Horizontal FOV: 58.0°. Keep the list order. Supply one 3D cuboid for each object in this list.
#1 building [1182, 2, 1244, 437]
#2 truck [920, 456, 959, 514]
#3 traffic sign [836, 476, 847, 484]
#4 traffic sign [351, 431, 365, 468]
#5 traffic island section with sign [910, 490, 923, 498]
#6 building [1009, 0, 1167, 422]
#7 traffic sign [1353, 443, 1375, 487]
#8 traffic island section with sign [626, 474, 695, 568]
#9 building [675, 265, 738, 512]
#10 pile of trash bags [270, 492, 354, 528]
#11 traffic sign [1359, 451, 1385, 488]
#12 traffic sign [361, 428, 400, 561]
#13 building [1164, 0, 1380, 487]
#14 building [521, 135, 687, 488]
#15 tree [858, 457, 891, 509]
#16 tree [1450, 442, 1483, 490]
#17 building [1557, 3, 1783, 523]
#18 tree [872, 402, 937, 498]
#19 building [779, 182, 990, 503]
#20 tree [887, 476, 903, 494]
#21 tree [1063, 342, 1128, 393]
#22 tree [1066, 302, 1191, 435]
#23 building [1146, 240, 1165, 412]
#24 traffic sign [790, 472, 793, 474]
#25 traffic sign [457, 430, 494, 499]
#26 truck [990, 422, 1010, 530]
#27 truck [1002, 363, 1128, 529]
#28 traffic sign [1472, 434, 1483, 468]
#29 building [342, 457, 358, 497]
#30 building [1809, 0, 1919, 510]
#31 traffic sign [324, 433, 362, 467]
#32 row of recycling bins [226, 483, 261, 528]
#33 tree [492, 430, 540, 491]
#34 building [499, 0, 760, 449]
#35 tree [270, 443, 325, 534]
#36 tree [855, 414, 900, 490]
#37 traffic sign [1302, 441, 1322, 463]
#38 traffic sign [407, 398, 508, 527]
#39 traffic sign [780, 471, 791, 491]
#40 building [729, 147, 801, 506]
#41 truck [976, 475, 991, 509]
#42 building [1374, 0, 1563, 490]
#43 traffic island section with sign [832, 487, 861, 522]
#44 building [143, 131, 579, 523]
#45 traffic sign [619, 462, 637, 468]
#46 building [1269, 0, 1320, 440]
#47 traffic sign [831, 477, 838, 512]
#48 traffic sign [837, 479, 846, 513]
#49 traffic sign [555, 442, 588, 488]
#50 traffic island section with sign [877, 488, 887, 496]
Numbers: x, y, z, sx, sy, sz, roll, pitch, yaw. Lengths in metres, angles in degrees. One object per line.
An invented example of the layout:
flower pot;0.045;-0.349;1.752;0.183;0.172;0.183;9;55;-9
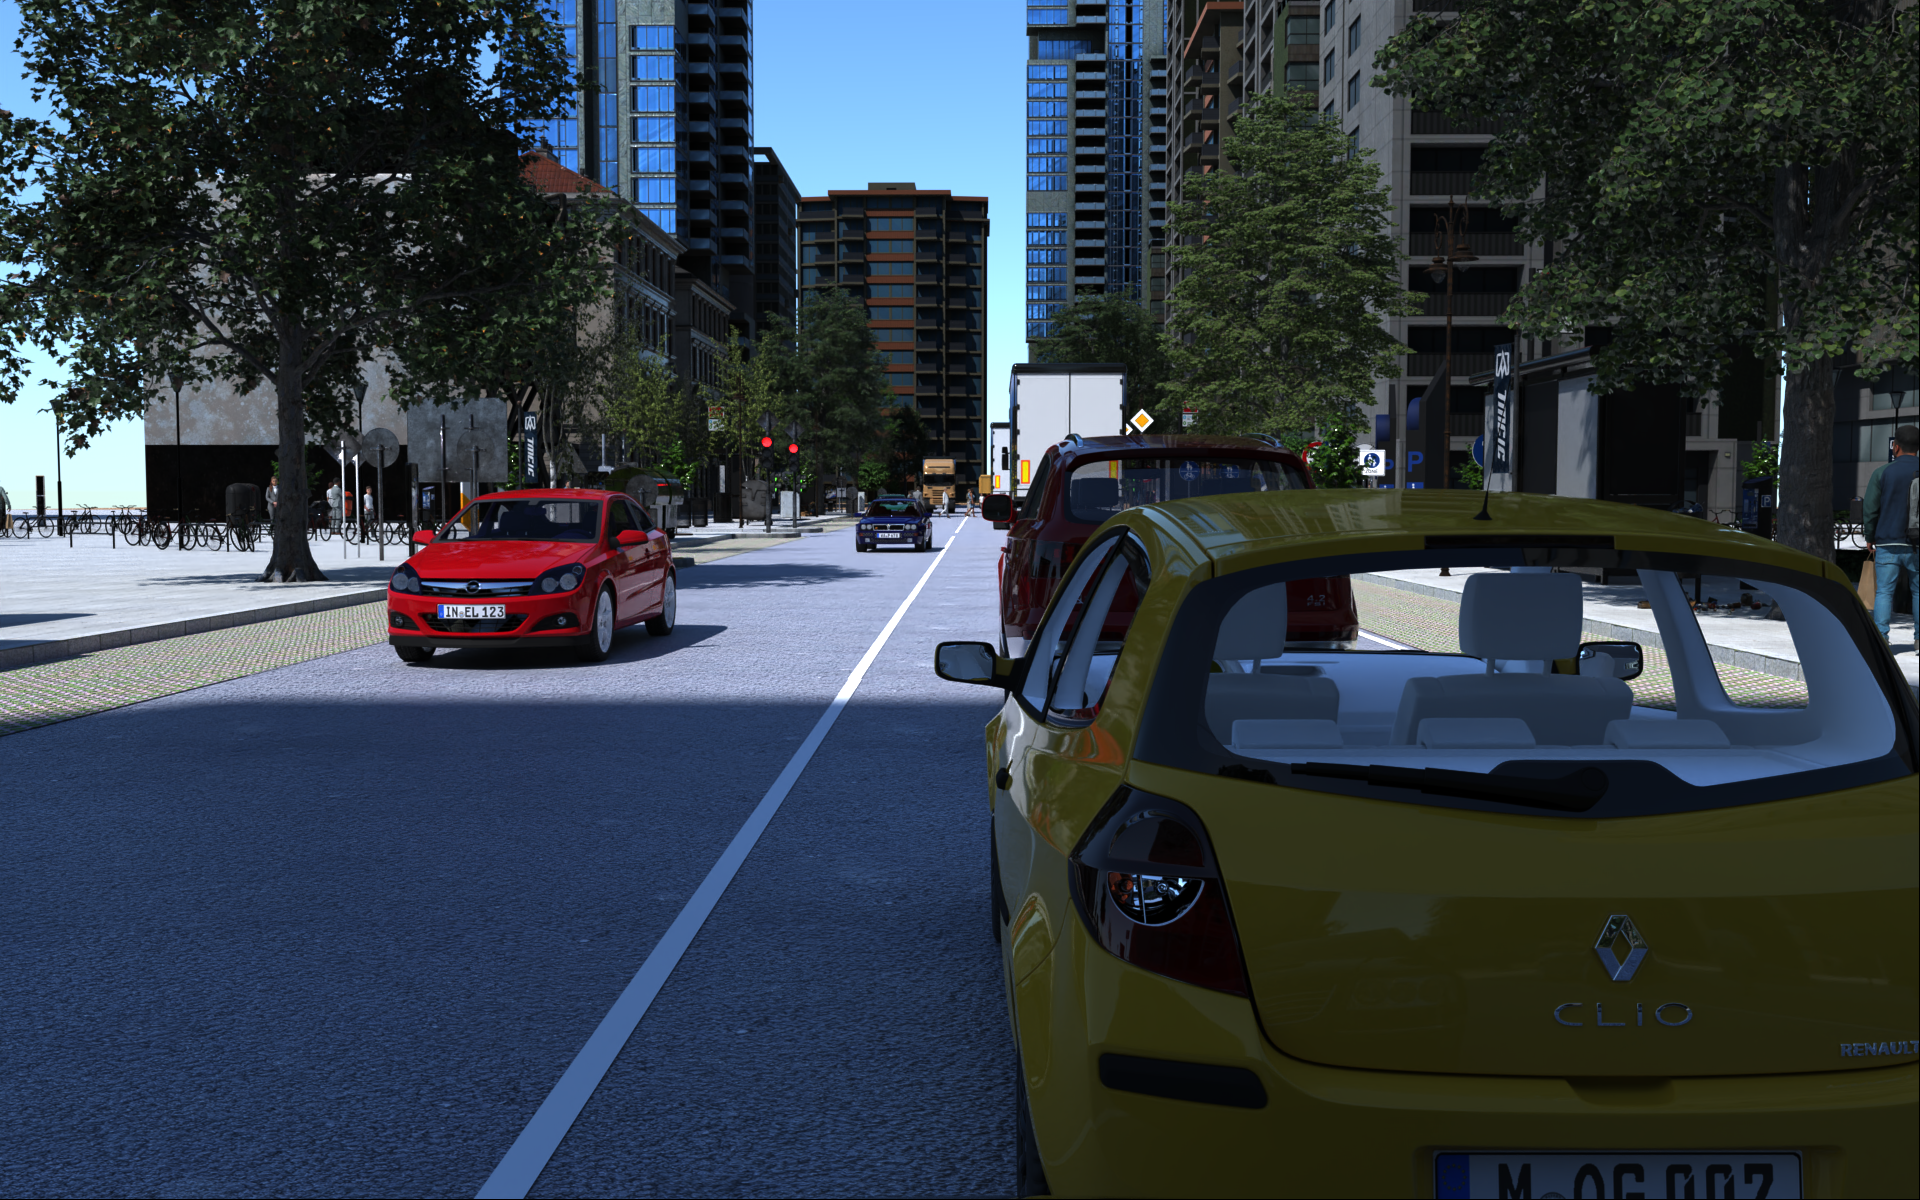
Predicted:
building;31.622;-30.589;154.757;22.147;44.769;28.867;0;4;1
truck;-1.537;-8.674;130.727;2.839;4.237;11.283;0;4;0
traffic sign;-8.144;-7.293;119.338;0.768;2.556;0.104;1;4;10
traffic sign;-12.143;-2.151;34.901;0.795;2.593;0.064;0;4;7
traffic island section with sign;-4.558;-9.734;167.775;1.989;1.847;2.006;0;4;1
building;20.901;-56.942;243.671;31.000;86.520;22.319;0;4;1
traffic sign;10.067;-2.635;43.194;0.768;2.556;0.104;0;4;4
traffic island section with sign;-6.321;-1.566;34.227;1.989;1.847;2.006;0;4;1
building;-23.278;-16.237;130.107;10.561;19.102;19.286;0;4;1
pile of trash bags;-24.330;-3.399;65.324;3.447;1.369;1.912;1;4;19
traffic sign;9.546;-2.329;40.212;0.606;2.300;0.079;1;4;9
traffic sign;-11.144;-2.030;33.303;0.768;2.556;0.104;0;4;7
building;30.376;-45.320;179.233;20.563;71.187;20.611;0;4;1
building;-24.743;-16.714;109.431;11.583;22.565;21.152;0;4;1
tree;-7.594;-10.257;151.410;4.285;4.588;4.351;0;3;0
tree;16.812;-3.727;55.545;1.663;3.219;1.824;0;3;0
building;29.874;-39.536;84.660;20.611;71.187;20.563;0;4;1
tree;-6.848;-18.102;212.969;9.611;12.733;9.660;0;3;0
building;-10.235;-36.177;246.119;28.867;44.769;22.147;0;4;1
tree;-6.691;-11.353;180.224;1.663;3.219;1.824;0;3;0
tree;10.019;-12.910;129.210;7.486;12.596;7.792;0;3;0
tree;8.125;-9.190;84.663;7.601;10.594;8.767;0;4;6
building;28.138;-26.063;197.833;14.160;30.474;14.107;0;4;1
traffic sign;-9.514;-5.969;97.694;0.768;2.556;0.104;0;4;6
traffic sign;-9.602;-2.093;34.321;0.768;2.556;0.104;0;4;5
truck;2.638;-5.156;73.216;2.839;4.237;11.283;0;4;2
truck;2.460;-3.288;42.676;2.839;4.237;11.283;0;4;1
traffic sign;10.889;-2.171;35.595;0.768;2.556;0.104;0;4;3
building;-64.045;-33.528;198.292;14.200;45.320;14.600;0;4;1
building;63.619;-30.613;89.767;27.495;52.752;28.713;0;4;1
traffic sign;-12.168;-2.107;34.175;0.795;2.593;0.064;0;4;2
row of recycling bins;-27.699;-3.655;66.868;1.069;1.692;3.534;-1;4;-14
tree;-13.493;-3.529;52.293;1.663;3.219;1.824;0;3;0
building;-29.241;-51.481;154.385;22.319;86.520;31.000;0;4;1
tree;-21.350;-3.747;55.868;1.663;3.219;1.824;0;3;0
tree;-7.211;-12.632;156.901;4.360;8.622;3.978;0;3;0
traffic sign;8.657;-2.560;41.970;0.768;2.556;0.104;0;4;6
traffic sign;-10.657;-2.620;36.707;2.265;3.308;0.079;1;4;10
traffic sign;-9.624;-5.862;95.955;0.768;2.556;0.104;0;4;8
building;-30.039;-30.383;188.638;23.993;40.220;32.217;0;4;1
truck;3.246;-10.753;171.741;3.469;3.379;9.791;0;4;2
building;30.351;-42.135;127.166;20.563;71.187;20.611;0;4;1
traffic island section with sign;-5.579;-4.993;90.260;1.989;1.847;2.006;0;4;1
building;-27.548;-13.268;84.386;16.820;18.784;16.811;0;4;1
traffic sign;-10.591;-3.251;55.288;0.606;2.300;0.079;0;4;6
building;25.245;-20.273;103.163;14.160;30.474;14.107;0;4;1
traffic sign;-9.022;-7.728;126.463;0.768;2.556;0.104;0;4;8
traffic sign;-8.014;-7.051;117.407;0.606;2.300;0.079;0;4;4
traffic sign;-9.800;-2.665;43.568;0.884;2.594;0.081;0;4;1
traffic island section with sign;-5.219;-6.643;117.246;1.989;1.847;2.006;0;4;1
